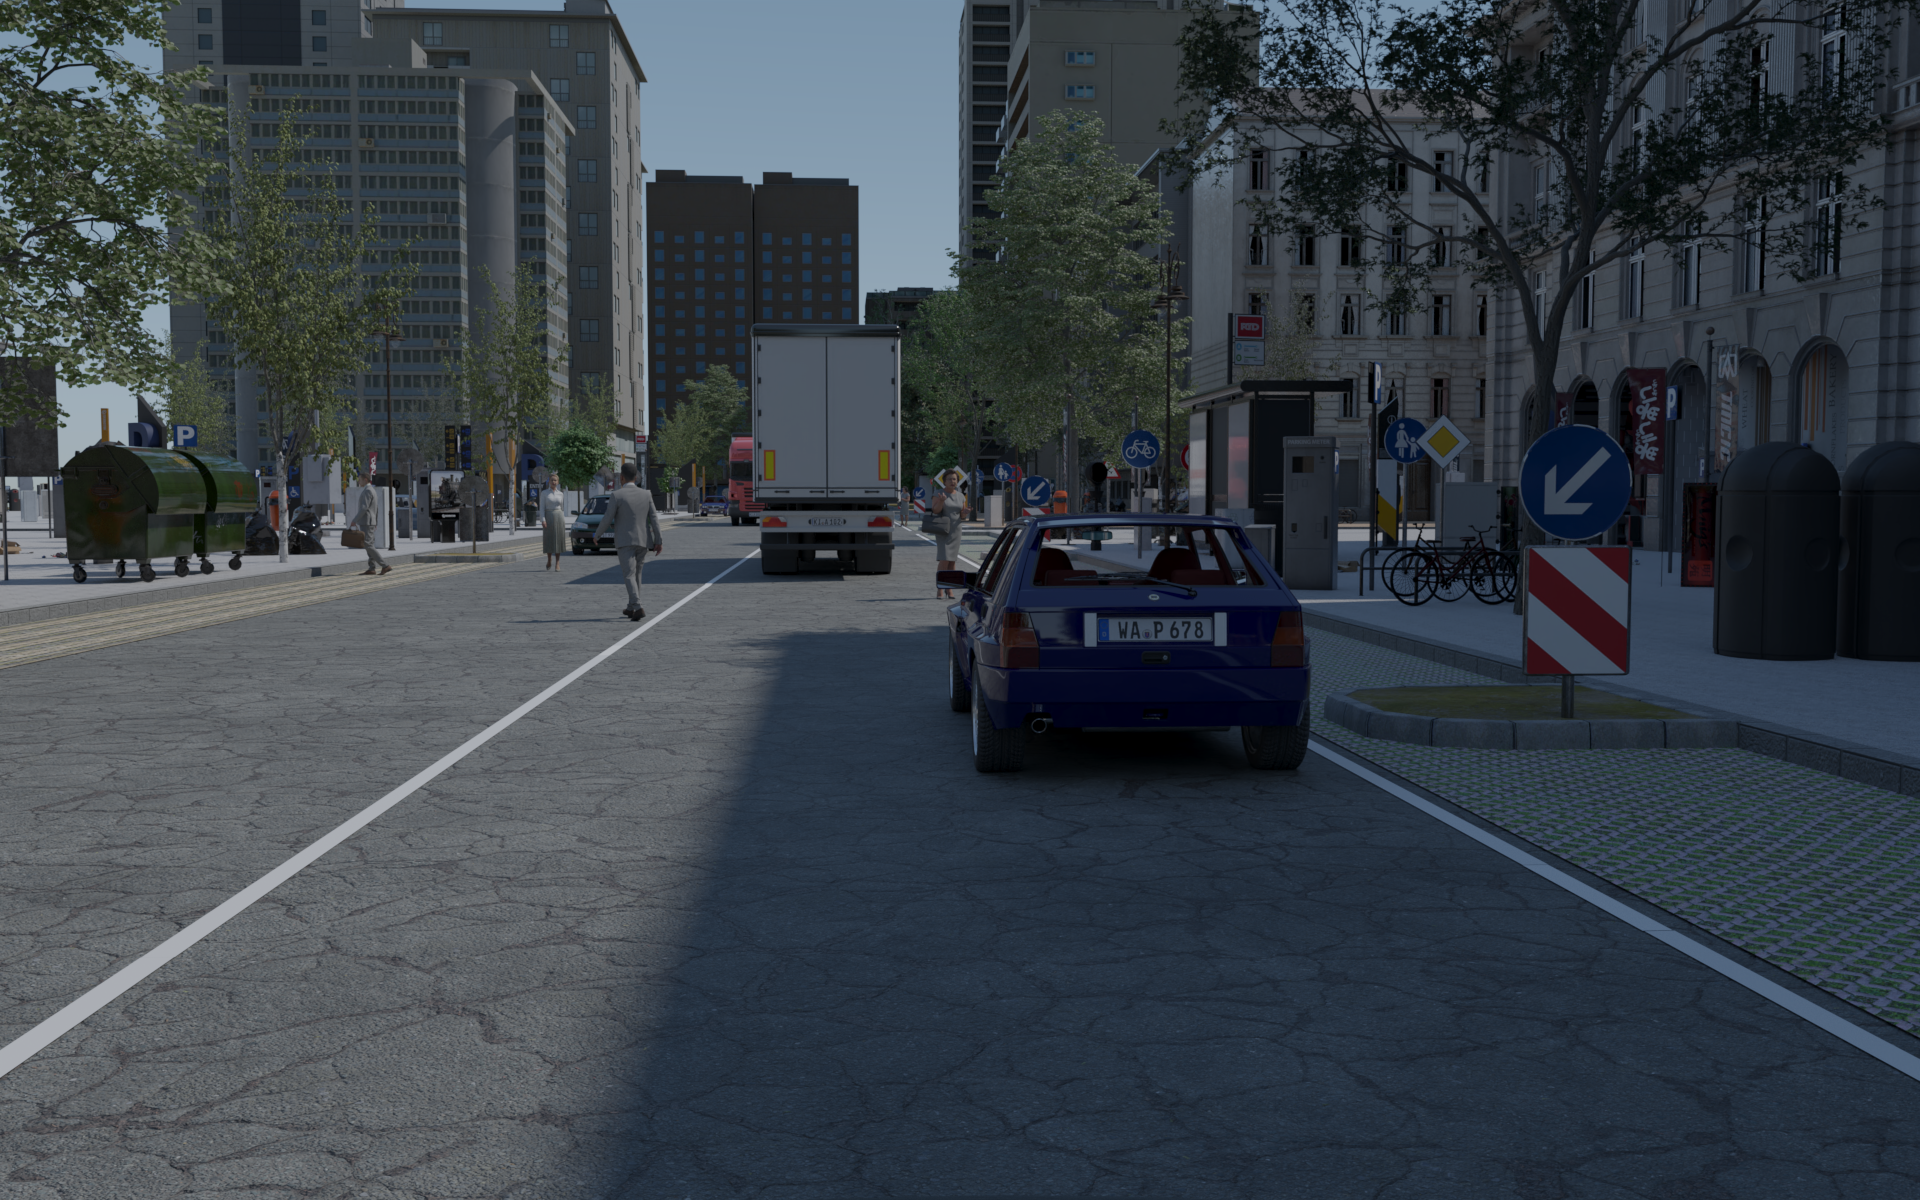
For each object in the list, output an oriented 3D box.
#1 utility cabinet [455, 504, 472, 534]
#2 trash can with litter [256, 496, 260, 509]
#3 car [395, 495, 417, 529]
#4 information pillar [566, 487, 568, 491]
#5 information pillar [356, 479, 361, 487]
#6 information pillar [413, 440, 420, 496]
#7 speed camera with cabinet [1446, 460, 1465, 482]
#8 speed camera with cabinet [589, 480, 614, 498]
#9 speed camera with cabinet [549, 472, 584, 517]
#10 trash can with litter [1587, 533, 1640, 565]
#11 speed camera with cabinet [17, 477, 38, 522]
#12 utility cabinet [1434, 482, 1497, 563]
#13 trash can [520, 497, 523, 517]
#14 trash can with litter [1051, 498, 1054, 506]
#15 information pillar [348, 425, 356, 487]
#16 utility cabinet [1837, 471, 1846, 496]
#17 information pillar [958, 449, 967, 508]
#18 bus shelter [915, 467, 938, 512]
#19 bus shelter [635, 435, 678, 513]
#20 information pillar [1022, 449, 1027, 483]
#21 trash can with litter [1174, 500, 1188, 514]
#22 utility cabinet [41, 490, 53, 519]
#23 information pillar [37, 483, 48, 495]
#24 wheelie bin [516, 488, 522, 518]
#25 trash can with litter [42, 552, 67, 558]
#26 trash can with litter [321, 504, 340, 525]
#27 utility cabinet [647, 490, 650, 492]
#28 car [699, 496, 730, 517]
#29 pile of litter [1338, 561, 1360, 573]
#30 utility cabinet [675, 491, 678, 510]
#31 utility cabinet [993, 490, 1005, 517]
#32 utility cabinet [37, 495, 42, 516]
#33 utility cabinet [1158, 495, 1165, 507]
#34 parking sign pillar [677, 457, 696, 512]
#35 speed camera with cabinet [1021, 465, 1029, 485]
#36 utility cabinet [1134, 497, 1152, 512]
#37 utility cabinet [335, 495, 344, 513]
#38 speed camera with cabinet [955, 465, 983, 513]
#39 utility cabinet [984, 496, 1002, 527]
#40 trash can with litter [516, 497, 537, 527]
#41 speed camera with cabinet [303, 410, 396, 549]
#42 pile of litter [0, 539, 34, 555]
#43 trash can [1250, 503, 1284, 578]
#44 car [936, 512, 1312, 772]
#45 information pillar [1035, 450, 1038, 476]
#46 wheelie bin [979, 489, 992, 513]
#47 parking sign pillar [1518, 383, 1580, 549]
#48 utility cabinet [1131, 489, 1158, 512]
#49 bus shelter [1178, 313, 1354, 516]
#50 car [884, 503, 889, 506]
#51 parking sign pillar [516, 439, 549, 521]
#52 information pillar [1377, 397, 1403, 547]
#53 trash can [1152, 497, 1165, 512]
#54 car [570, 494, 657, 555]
[{"bbox_3d":[-15.941,-2.757,56.238,1.020,1.237,0.306,0,4,-2],"label":"utility cabinet"},{"bbox_3d":[-33.145,-4.363,82.720,1.055,1.170,0.624,1,4,20],"label":"trash can with litter"},{"bbox_3d":[-19.895,-3.130,63.175,4.499,1.417,2.014,0,4,-3],"label":"car"},{"bbox_3d":[-24.904,-7.236,109.669,0.183,3.616,0.504,-1,4,-17],"label":"information pillar"},{"bbox_3d":[-27.278,-4.545,78.810,0.304,2.012,0.304,2,4,35],"label":"information pillar"},{"bbox_3d":[-23.412,-5.094,74.634,0.183,3.616,0.504,-3,5,-45],"label":"information pillar"},{"bbox_3d":[20.571,-4.685,70.941,0.660,3.252,2.038,0,4,-8],"label":"speed camera with cabinet"},{"bbox_3d":[-19.459,-6.179,95.367,2.038,3.252,0.660,2,4,29],"label":"speed camera with cabinet"},{"bbox_3d":[-22.325,-6.325,97.745,2.038,3.252,0.660,-2,4,-34],"label":"speed camera with cabinet"},{"bbox_3d":[11.919,-1.302,32.343,1.678,1.210,2.233,0,4,-3],"label":"trash can with litter"},{"bbox_3d":[-43.097,-5.242,80.042,0.660,3.252,2.038,-2,4,-34],"label":"speed camera with cabinet"},{"bbox_3d":[9.391,-1.437,32.180,1.173,1.500,0.318,-1,4,-22],"label":"utility cabinet"},{"bbox_3d":[-22.148,-4.711,88.680,0.748,1.137,0.748,0,3,0],"label":"trash can"},{"bbox_3d":[4.250,-4.344,82.414,1.055,1.170,0.624,3,5,45],"label":"trash can with litter"},{"bbox_3d":[-20.638,-4.128,58.854,0.183,3.616,0.504,-3,4,-36],"label":"information pillar"},{"bbox_3d":[8.161,-0.513,17.062,0.318,1.500,1.173,-1,4,-17],"label":"utility cabinet"},{"bbox_3d":[0.130,-6.004,89.521,0.504,3.616,0.183,-1,4,-18],"label":"information pillar"},{"bbox_3d":[-2.068,-7.916,123.356,2.014,3.302,5.546,0,4,-4],"label":"bus shelter"},{"bbox_3d":[-21.107,-8.728,120.342,2.179,5.291,8.768,0,4,-4],"label":"bus shelter"},{"bbox_3d":[3.327,-5.996,89.382,0.183,3.616,0.504,-1,4,-21],"label":"information pillar"},{"bbox_3d":[5.344,-1.921,42.797,1.055,1.170,0.624,0,4,-4],"label":"trash can with litter"},{"bbox_3d":[-46.836,-4.949,89.595,1.173,1.500,0.318,-3,4,-38],"label":"utility cabinet"},{"bbox_3d":[-63.204,-7.025,119.348,0.304,2.012,0.304,-2,4,-32],"label":"information pillar"},{"bbox_3d":[-23.290,-5.089,91.109,0.693,1.594,0.980,-1,4,-10],"label":"wheelie bin"},{"bbox_3d":[-17.804,-1.476,35.188,1.678,1.210,2.233,-3,5,-44],"label":"trash can with litter"},{"bbox_3d":[-27.559,-3.827,73.630,2.233,1.210,1.678,-1,4,-19],"label":"trash can with litter"},{"bbox_3d":[-18.148,-5.466,98.053,1.173,1.500,0.318,0,4,6],"label":"utility cabinet"},{"bbox_3d":[-15.516,-5.950,109.859,1.945,1.354,3.894,0,4,-4],"label":"car"},{"bbox_3d":[6.134,-0.925,29.094,1.176,0.858,1.719,1,4,12],"label":"pile of litter"},{"bbox_3d":[-21.873,-7.703,134.627,0.318,1.500,1.173,-2,4,-31],"label":"utility cabinet"},{"bbox_3d":[2.409,-5.242,94.381,1.173,1.500,0.318,0,4,4],"label":"utility cabinet"},{"bbox_3d":[-53.215,-5.422,99.812,1.020,1.237,0.306,2,4,31],"label":"utility cabinet"},{"bbox_3d":[10.118,-4.740,88.658,0.306,1.237,1.020,-3,4,-38],"label":"utility cabinet"},{"bbox_3d":[-19.975,-8.452,126.668,1.447,3.967,1.447,-2,4,-28],"label":"parking sign pillar"},{"bbox_3d":[4.330,-7.557,117.892,0.660,3.252,2.038,-1,4,-11],"label":"speed camera with cabinet"},{"bbox_3d":[4.201,-1.748,39.740,0.306,1.237,1.020,0,4,-2],"label":"utility cabinet"},{"bbox_3d":[-42.050,-6.526,117.854,1.020,1.237,0.306,1,4,17],"label":"utility cabinet"},{"bbox_3d":[0.549,-7.619,118.906,2.038,3.252,0.660,2,4,32],"label":"speed camera with cabinet"},{"bbox_3d":[1.294,-3.482,68.089,0.306,1.237,1.020,2,4,27],"label":"utility cabinet"},{"bbox_3d":[-17.032,-3.440,67.631,1.055,1.170,0.624,-1,4,-9],"label":"trash can with litter"},{"bbox_3d":[-14.358,-2.837,40.726,2.038,3.252,0.660,1,4,9],"label":"speed camera with cabinet"},{"bbox_3d":[-20.521,-1.393,36.738,1.176,0.858,1.719,3,5,42],"label":"pile of litter"},{"bbox_3d":[4.848,-0.925,26.779,0.748,1.137,0.748,0,3,0],"label":"trash can"},{"bbox_3d":[0.849,0.139,10.300,1.945,1.354,3.894,0,4,-3],"label":"car"},{"bbox_3d":[4.105,-6.226,93.145,0.183,3.616,0.504,1,4,9],"label":"information pillar"},{"bbox_3d":[1.699,-6.685,117.215,0.980,1.594,0.693,-3,4,-38],"label":"wheelie bin"},{"bbox_3d":[13.538,-3.144,39.873,1.447,3.967,1.447,0,4,5],"label":"parking sign pillar"},{"bbox_3d":[7.600,-3.831,71.314,1.173,1.500,0.318,3,5,44],"label":"utility cabinet"},{"bbox_3d":[5.913,-3.578,36.137,2.179,5.291,8.768,0,4,-4],"label":"bus shelter"},{"bbox_3d":[-4.125,-3.834,74.491,2.131,1.459,4.920,0,4,-3],"label":"car"},{"bbox_3d":[-20.633,-5.848,84.081,1.447,3.967,1.447,1,4,9],"label":"parking sign pillar"},{"bbox_3d":[10.275,-3.075,41.639,0.504,3.616,0.183,0,4,-7],"label":"information pillar"},{"bbox_3d":[9.590,-4.318,82.251,0.748,1.137,0.748,0,3,0],"label":"trash can"},{"bbox_3d":[-8.372,-1.981,42.178,2.009,1.686,4.222,0,4,-3],"label":"car"}]
